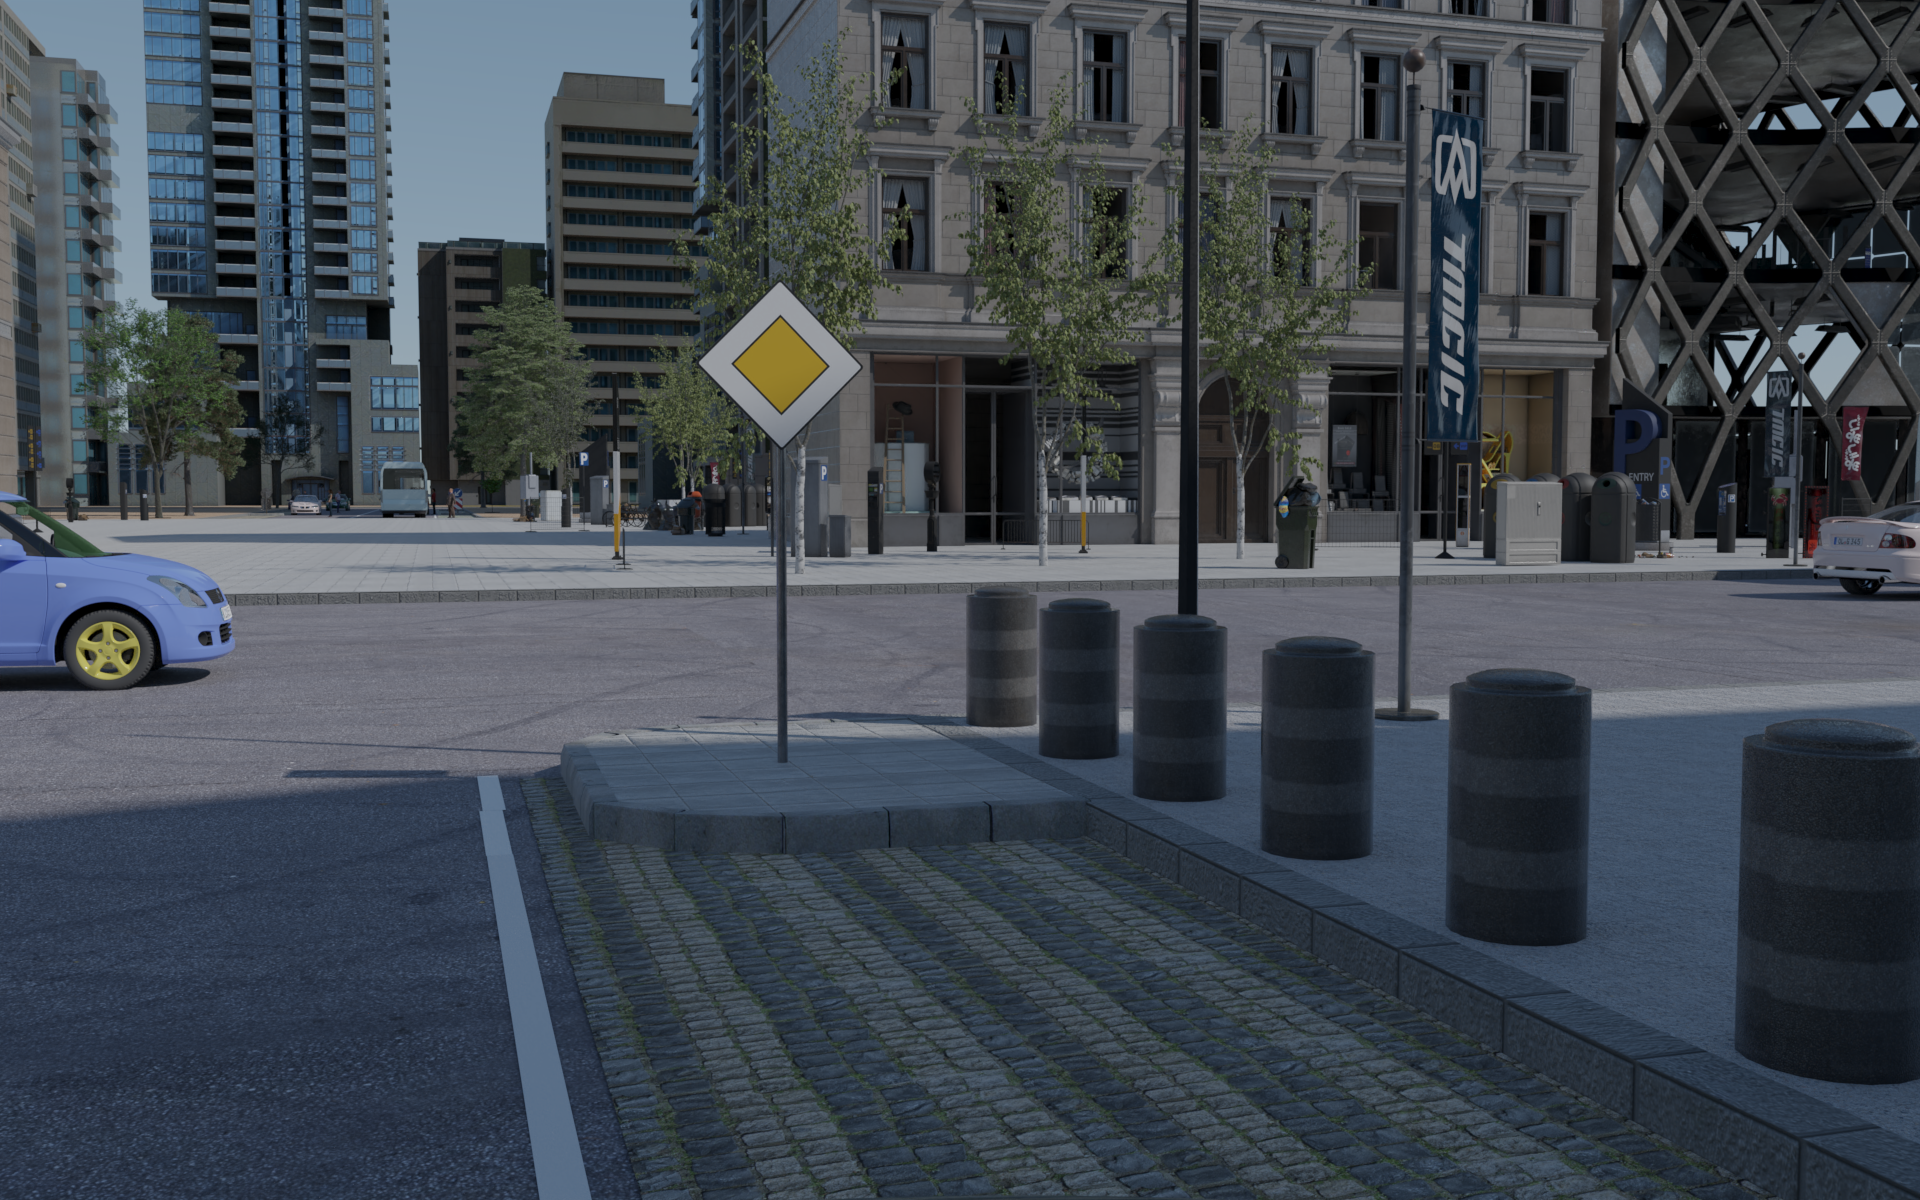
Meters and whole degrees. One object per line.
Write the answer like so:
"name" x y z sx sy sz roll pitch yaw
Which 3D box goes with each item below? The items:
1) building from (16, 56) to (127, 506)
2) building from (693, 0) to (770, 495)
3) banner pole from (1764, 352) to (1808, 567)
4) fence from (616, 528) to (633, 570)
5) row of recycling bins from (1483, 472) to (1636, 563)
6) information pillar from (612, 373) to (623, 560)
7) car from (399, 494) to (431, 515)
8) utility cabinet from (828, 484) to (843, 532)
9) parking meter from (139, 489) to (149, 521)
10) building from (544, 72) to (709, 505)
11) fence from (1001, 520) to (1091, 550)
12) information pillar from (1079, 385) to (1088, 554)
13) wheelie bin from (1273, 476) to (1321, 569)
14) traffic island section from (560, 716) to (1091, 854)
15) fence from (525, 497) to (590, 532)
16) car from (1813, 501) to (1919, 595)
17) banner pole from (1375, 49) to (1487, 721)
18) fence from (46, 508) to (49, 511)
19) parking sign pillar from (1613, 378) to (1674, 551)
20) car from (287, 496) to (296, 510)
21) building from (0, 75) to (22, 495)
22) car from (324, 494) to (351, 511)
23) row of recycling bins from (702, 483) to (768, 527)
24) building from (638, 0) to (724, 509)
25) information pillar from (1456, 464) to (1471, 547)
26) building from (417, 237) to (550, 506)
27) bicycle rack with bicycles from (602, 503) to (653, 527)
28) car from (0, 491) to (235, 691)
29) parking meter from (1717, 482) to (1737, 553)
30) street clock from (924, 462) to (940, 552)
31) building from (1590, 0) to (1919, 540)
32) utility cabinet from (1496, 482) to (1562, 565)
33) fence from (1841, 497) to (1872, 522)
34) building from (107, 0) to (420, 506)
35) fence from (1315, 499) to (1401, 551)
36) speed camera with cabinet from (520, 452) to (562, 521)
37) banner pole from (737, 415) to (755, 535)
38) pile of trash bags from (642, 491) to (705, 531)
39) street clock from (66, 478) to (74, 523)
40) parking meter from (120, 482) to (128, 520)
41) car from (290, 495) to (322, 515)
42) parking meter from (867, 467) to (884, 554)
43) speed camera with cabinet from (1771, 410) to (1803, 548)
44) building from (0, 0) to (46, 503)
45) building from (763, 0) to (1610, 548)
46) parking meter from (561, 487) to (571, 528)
"building" -106.950 -34.677 186.569 30.456 49.044 23.786 -1 4 -17
"building" -6.174 -41.334 114.066 20.563 71.187 20.611 -1 4 -17
"banner pole" 14.714 -2.498 30.858 0.401 3.779 0.863 -3 4 -36
"fence" -5.893 -0.916 30.354 0.278 0.683 2.069 -1 4 -12
"row of recycling bins" 11.593 -1.619 33.590 1.069 1.692 3.534 -2 4 -29
"information pillar" -6.715 -2.599 33.854 0.183 3.616 0.504 0 4 -6
"car" -38.359 -6.913 121.702 2.281 1.827 5.304 -1 4 -17
"utility cabinet" -2.722 -1.793 37.997 0.318 1.500 1.173 0 4 -4
"parking meter" -39.392 -4.600 83.619 0.372 1.533 0.369 0 3 0
"building" -37.854 -35.557 205.051 21.600 48.544 21.300 -1 4 -17
"fence" 1.986 -1.511 40.076 2.069 0.683 0.278 0 4 3
"information pillar" 2.671 -2.822 37.496 0.183 3.616 0.504 0 4 0
"wheelie bin" 5.822 -1.342 29.843 0.693 1.594 0.980 2 4 28
"traffic island section" -0.831 0.855 8.305 2.009 0.180 2.903 -1 4 -17
"fence" -13.712 -2.925 59.022 0.480 1.192 2.264 3 5 44
"car" 14.373 -0.731 24.311 4.827 1.381 2.083 -1 4 -16
"banner pole" 2.741 -1.222 9.991 0.863 3.779 0.401 -3 4 -36
"fence" -40.469 -3.704 75.939 0.278 0.683 2.069 0 4 4
"parking sign pillar" 15.606 -3.130 39.648 1.447 3.967 1.447 -2 4 -28
"car" -55.619 -8.151 145.852 1.945 1.354 3.894 -1 4 -18
"building" -32.873 -15.369 37.184 20.117 28.700 13.634 -1 4 -17
"car" -53.273 -8.351 148.329 2.131 1.459 4.920 -1 4 -17
"row of recycling bins" -8.783 -3.733 68.148 1.069 1.692 3.534 2 4 32
"building" -13.134 -50.504 138.408 22.319 86.520 31.000 -1 4 -17
"information pillar" 12.152 -2.283 41.813 0.304 2.012 0.304 1 4 21
"building" -54.689 -26.098 198.405 14.107 30.474 14.160 -1 4 -17
"bicycle rack with bicycles" -12.618 -3.296 67.270 2.925 0.926 2.852 1 4 17
"car" -7.479 -0.211 13.045 3.694 1.707 1.945 -1 4 -16
"parking meter" 16.714 -1.794 37.749 0.372 1.533 0.369 0 3 0
"street clock" -0.624 -2.081 38.590 0.358 2.002 0.471 1 4 20
"building" 24.227 -11.522 55.836 16.811 18.784 16.820 -1 4 -17
"utility cabinet" 10.189 -1.365 30.995 1.173 1.500 0.318 -1 4 -19
"fence" 23.395 -2.080 45.207 2.264 1.192 0.480 -3 5 -44
"building" -77.270 -53.869 193.426 31.000 86.520 22.319 -1 4 -17
"fence" 9.086 -1.711 39.171 2.264 1.192 0.480 1 4 15
"speed camera with cabinet" -20.026 -5.422 82.987 2.038 3.252 0.660 -3 5 -44
"banner pole" -6.725 -3.960 54.770 0.401 3.779 0.863 -3 5 -45
"pile of trash bags" -9.860 -3.145 61.170 1.912 1.369 3.447 -2 4 -30
"street clock" -40.135 -4.498 78.117 0.358 2.002 0.471 -1 4 -17
"parking meter" -41.224 -4.873 85.381 0.255 1.863 0.399 -1 4 -11
"car" -44.541 -6.462 118.020 2.083 1.381 4.827 -1 4 -18
"parking meter" -1.799 -1.906 36.869 0.255 1.863 0.399 1 4 15
"speed camera with cabinet" 19.810 -2.892 41.626 0.660 3.252 2.038 1 4 22
"building" -78.101 -26.159 119.577 23.993 40.220 32.217 -1 4 -17
"building" -2.913 -11.888 45.279 40.483 20.767 10.553 -1 4 -17
"parking meter" -15.101 -3.544 66.359 0.372 1.533 0.369 0 3 0
